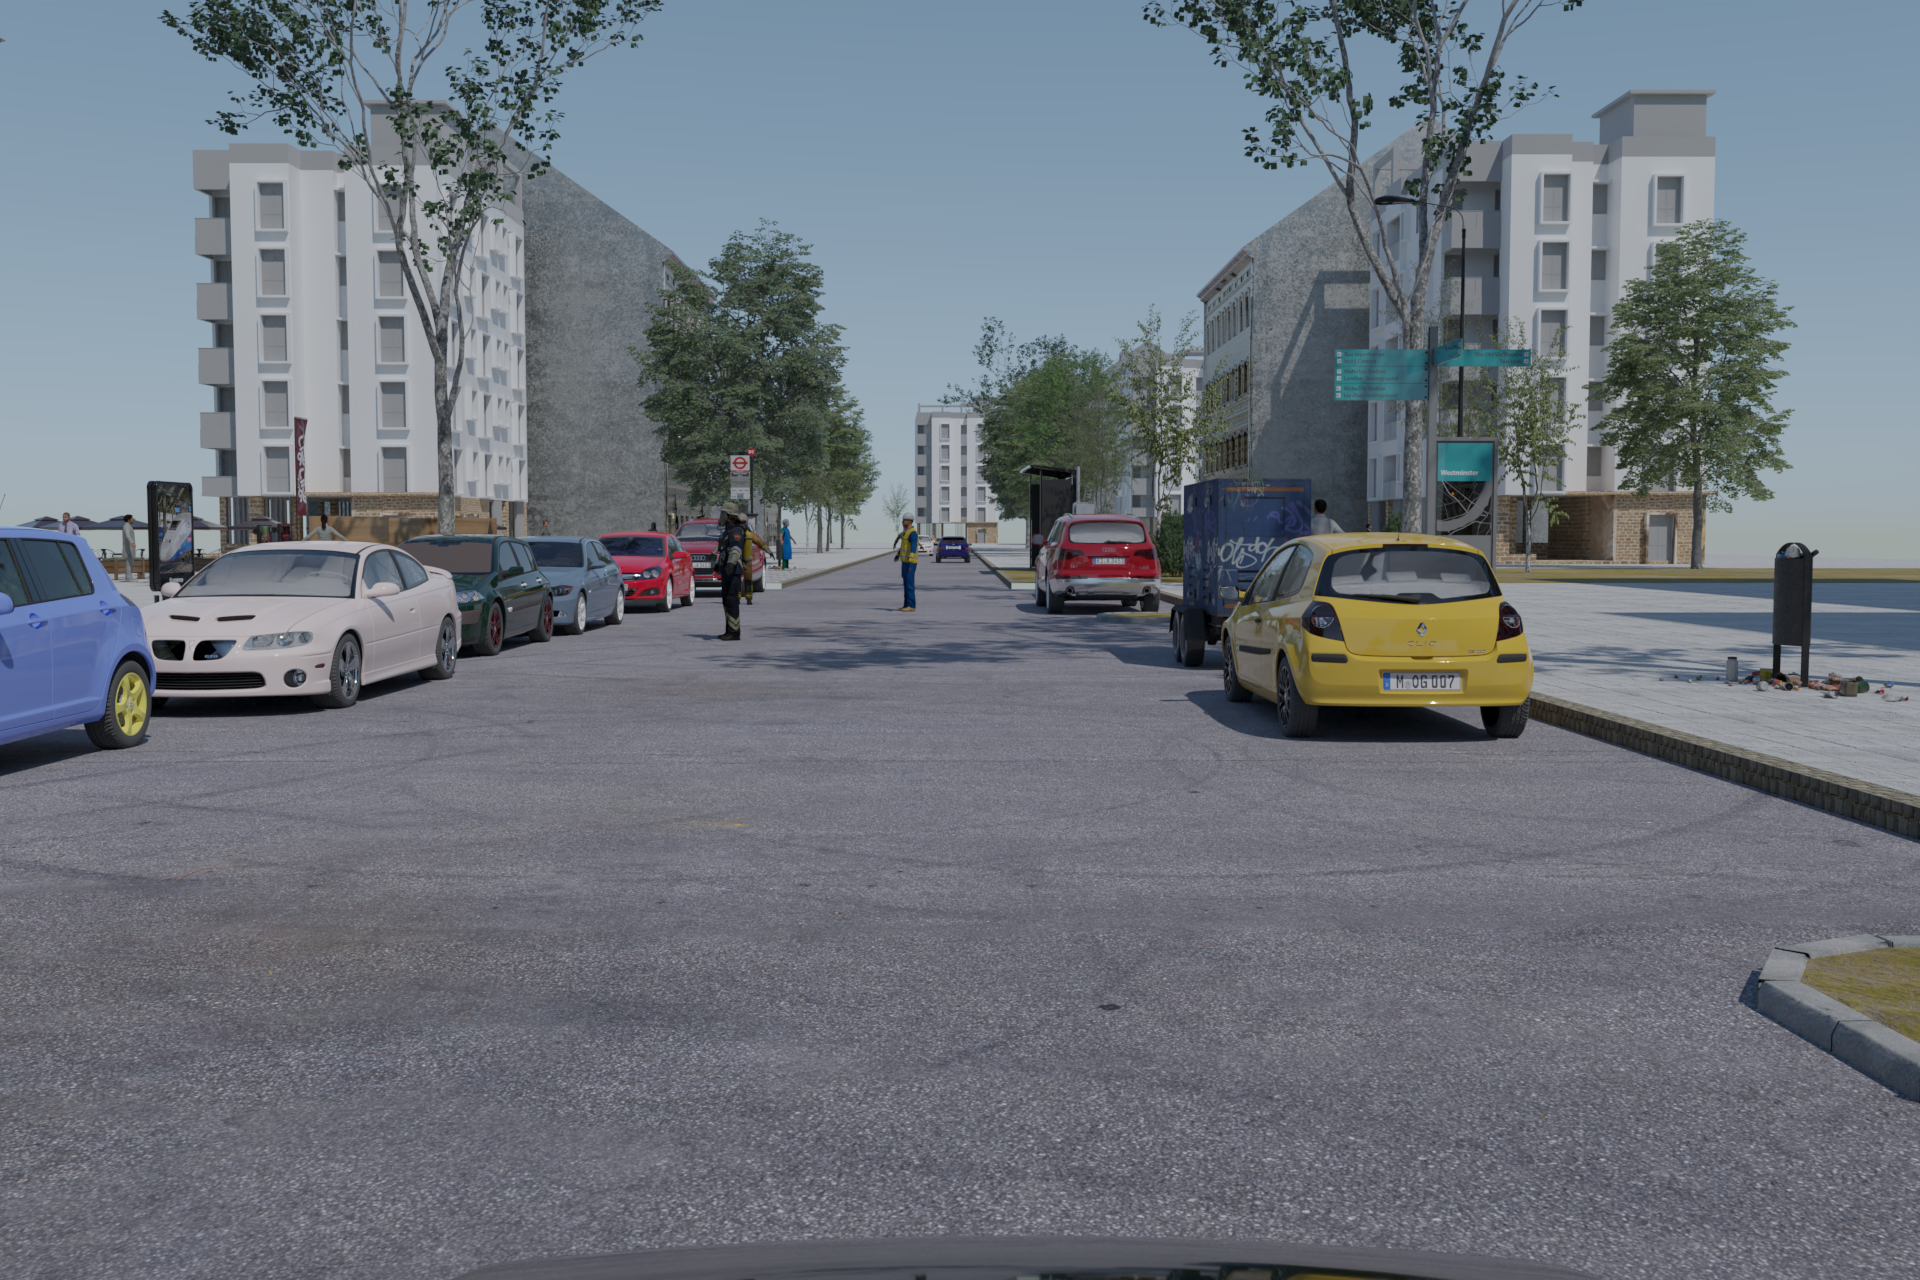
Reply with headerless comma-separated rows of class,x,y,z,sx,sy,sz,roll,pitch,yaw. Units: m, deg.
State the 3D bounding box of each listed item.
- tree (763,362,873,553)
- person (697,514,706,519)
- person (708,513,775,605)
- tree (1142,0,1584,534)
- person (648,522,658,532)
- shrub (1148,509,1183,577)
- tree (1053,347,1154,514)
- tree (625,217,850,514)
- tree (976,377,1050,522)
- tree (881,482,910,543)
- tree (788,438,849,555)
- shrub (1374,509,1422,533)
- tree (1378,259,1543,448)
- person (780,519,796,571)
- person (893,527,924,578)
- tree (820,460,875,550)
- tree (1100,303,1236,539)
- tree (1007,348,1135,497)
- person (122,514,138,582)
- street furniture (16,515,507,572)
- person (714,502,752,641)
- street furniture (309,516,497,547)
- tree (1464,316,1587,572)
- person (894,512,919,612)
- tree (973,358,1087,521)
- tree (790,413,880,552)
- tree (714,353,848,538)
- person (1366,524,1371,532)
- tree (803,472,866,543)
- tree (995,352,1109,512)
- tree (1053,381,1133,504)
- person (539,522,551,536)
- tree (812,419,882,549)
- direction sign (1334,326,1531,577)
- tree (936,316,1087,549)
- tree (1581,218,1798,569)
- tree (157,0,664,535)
tree,-9.708,-12.003,114.376,7.486,12.596,7.792,0,3,0
person,-7.293,-2.635,49.018,0.705,1.837,1.347,0,4,6
person,-4.408,-1.642,35.073,1.354,1.858,0.705,0,4,2
tree,8.126,-10.988,35.537,12.611,20.169,13.585,0,3,0
person,-13.476,-4.292,76.295,0.705,1.813,1.348,3,4,36
shrub,6.358,-2.909,51.606,1.661,2.075,1.752,0,3,0
tree,5.408,-7.264,69.132,4.360,8.622,3.978,0,3,0
tree,-9.060,-10.073,71.356,9.857,13.997,8.962,0,3,0
tree,5.931,-14.148,137.979,9.857,13.997,8.962,0,3,0
tree,-8.411,-17.804,241.456,4.360,8.622,3.978,0,3,0
tree,-9.597,-9.537,106.291,4.360,8.622,3.978,0,3,0
shrub,14.073,-3.159,55.695,1.661,2.075,1.752,0,3,0
tree,12.837,-5.900,46.827,4.360,8.622,3.978,0,3,0
person,-6.093,-3.352,60.926,0.704,1.817,1.347,1,4,16
person,-1.737,-2.948,56.779,1.348,1.813,0.705,3,5,40
tree,-9.082,-11.534,138.939,4.737,8.622,4.395,0,3,0
tree,6.696,-6.471,56.169,4.737,8.622,4.395,0,3,0
tree,6.219,-10.418,96.086,9.928,11.665,9.643,0,3,0
person,-22.047,-2.437,46.037,0.705,1.806,1.347,-2,4,-27
street furniture,-30.790,-3.367,60.078,27.439,1.986,14.083,0,4,4
person,-3.124,-0.926,23.374,0.705,1.856,1.354,-1,4,-15
street furniture,-16.171,-2.469,47.216,11.010,1.723,9.812,-1,4,-18
tree,18.885,-6.563,57.672,4.737,8.622,4.395,0,3,0
person,-0.982,-1.451,32.144,0.705,1.833,1.349,-1,4,-14
tree,5.548,-13.469,126.878,9.857,13.997,8.962,0,3,0
tree,-9.349,-11.728,126.170,7.601,10.594,8.767,-1,4,-14
tree,-9.601,-9.514,89.963,8.767,10.594,7.601,1,4,18
person,18.102,-4.257,76.329,0.721,1.740,1.216,1,4,19
tree,-17.869,-20.015,237.610,12.009,13.543,11.850,0,3,0
tree,5.806,-11.615,108.028,7.486,12.596,7.792,0,3,0
tree,6.163,-8.168,83.904,4.360,8.622,3.978,0,3,0
person,-17.302,-4.043,72.377,0.705,1.796,1.348,1,4,15
tree,-10.075,-13.565,147.546,9.928,11.665,9.643,0,3,0
direction sign,6.085,-2.022,21.823,2.525,3.948,1.411,0,4,0
tree,4.832,-18.076,151.431,12.611,20.169,13.585,0,3,0
tree,26.605,-8.870,63.158,7.486,12.596,7.792,0,3,0
tree,-13.570,-11.274,40.224,12.611,20.169,13.585,0,3,0
